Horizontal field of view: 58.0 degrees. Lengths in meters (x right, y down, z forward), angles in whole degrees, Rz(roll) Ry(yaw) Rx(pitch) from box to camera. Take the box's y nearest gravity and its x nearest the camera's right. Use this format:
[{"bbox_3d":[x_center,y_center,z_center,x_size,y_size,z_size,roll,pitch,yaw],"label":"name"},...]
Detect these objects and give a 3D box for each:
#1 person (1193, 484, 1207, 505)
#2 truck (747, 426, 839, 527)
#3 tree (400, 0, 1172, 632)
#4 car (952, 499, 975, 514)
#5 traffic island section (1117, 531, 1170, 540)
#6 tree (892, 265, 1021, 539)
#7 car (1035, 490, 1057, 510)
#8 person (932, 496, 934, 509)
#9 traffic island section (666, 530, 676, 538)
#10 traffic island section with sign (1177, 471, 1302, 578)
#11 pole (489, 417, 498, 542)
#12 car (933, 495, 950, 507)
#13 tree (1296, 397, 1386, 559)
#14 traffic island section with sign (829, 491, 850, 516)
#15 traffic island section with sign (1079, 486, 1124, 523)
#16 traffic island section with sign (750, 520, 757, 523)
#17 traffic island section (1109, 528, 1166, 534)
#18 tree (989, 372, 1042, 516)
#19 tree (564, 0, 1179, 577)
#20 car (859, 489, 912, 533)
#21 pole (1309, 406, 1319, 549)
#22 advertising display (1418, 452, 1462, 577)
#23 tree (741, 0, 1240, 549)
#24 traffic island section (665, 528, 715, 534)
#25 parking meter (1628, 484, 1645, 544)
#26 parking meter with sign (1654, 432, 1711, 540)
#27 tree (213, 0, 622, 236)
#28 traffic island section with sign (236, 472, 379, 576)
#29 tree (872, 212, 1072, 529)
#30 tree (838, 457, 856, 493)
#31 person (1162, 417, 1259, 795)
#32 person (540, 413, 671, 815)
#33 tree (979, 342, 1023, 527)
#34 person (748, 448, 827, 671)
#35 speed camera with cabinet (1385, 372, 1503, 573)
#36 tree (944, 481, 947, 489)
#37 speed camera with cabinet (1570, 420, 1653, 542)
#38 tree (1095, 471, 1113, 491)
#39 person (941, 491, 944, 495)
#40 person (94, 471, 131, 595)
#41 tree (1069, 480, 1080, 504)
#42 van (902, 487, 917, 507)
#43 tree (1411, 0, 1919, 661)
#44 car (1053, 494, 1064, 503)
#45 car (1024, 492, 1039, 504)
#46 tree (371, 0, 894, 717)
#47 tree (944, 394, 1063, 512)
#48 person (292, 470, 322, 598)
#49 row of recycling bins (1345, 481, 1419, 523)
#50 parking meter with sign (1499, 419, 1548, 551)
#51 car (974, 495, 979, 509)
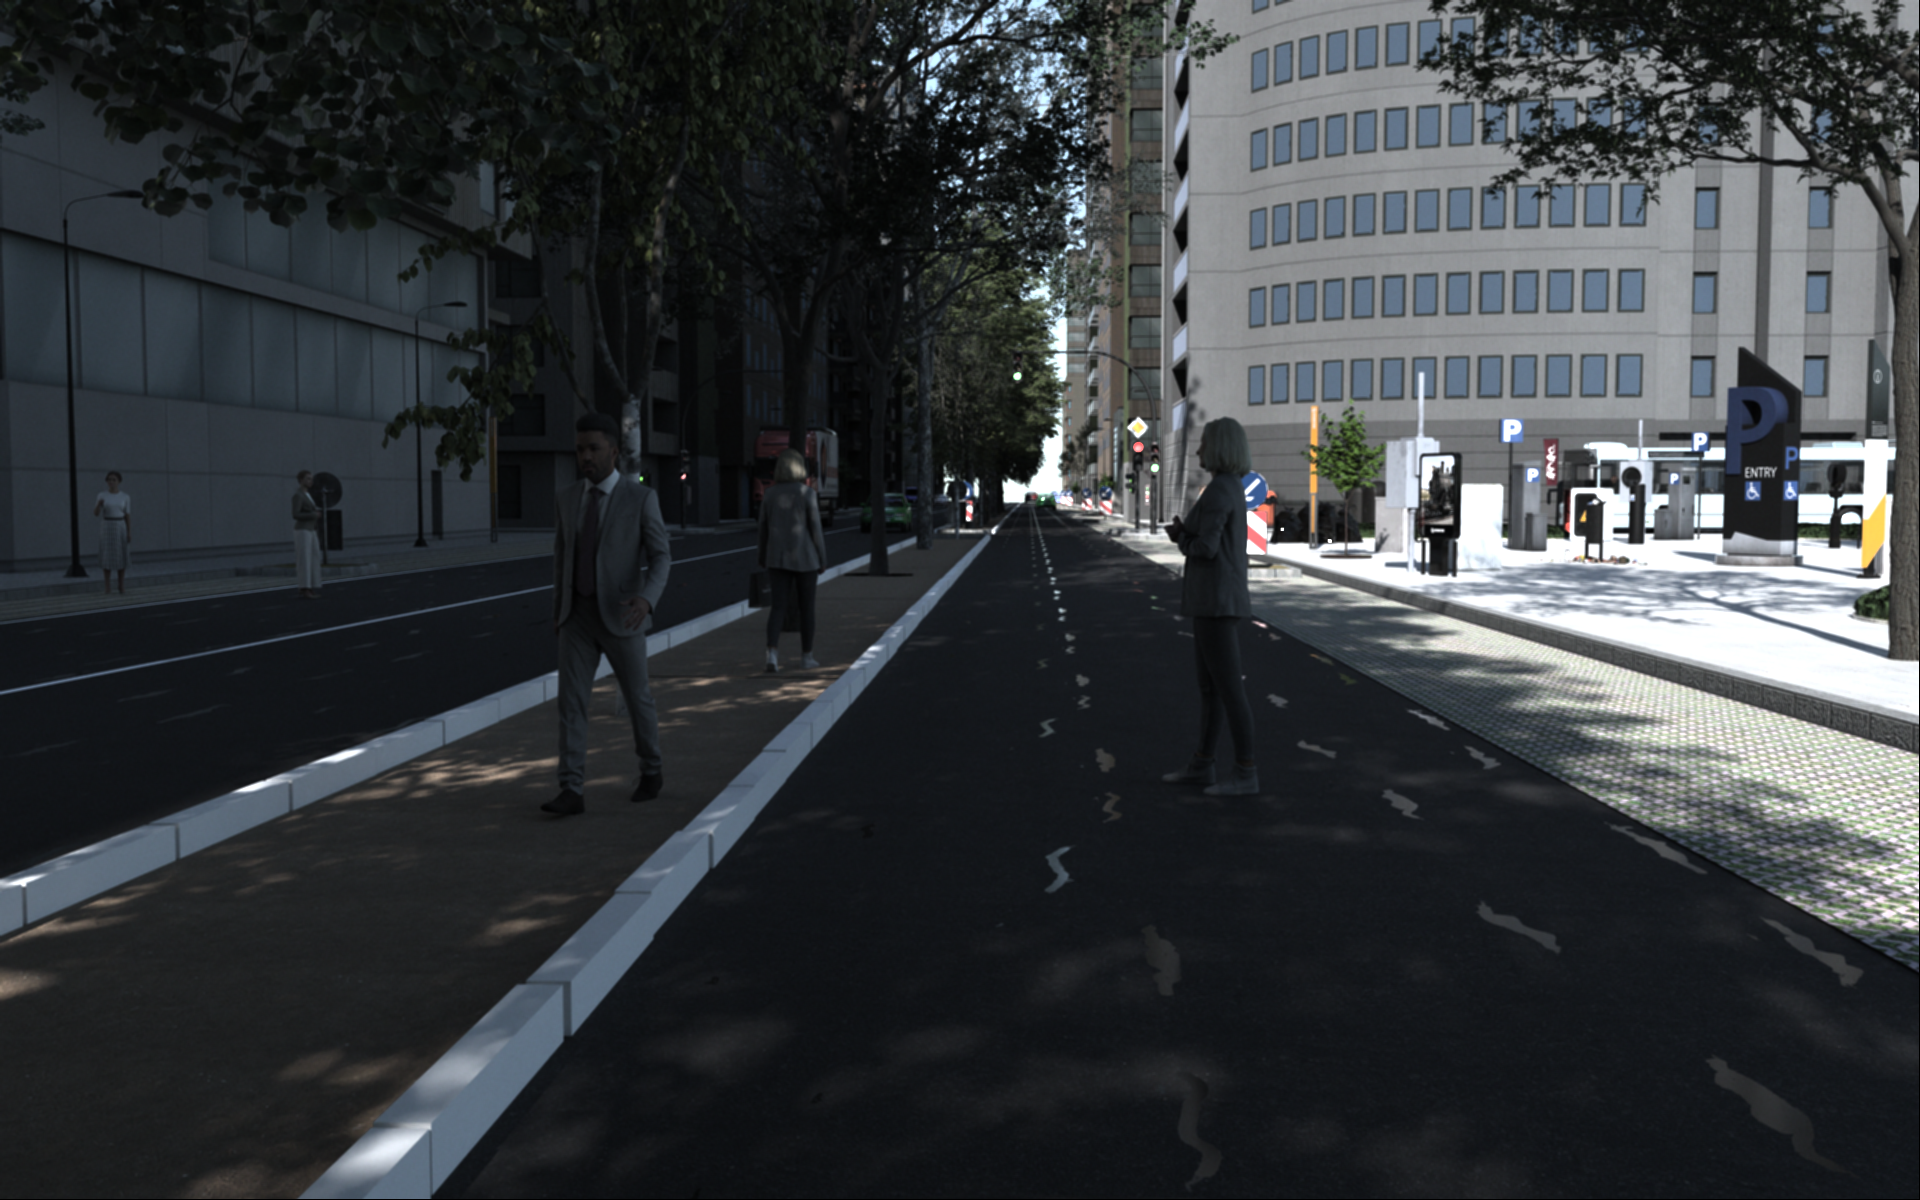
[{"bbox_3d":[6.351,-2.190,45.307,0.522,1.701,0.512,2,4,24],"label":"person"},{"bbox_3d":[-6.889,-5.154,73.174,2.839,4.237,11.283,0,4,2],"label":"truck"},{"bbox_3d":[-1.781,-4.920,17.307,8.767,10.594,7.601,0,4,2],"label":"tree"},{"bbox_3d":[0.152,-6.712,122.319,1.945,1.354,3.894,0,4,4],"label":"car"},{"bbox_3d":[6.169,-2.008,55.117,2.009,0.180,2.903,0,4,2],"label":"traffic island section"},{"bbox_3d":[-0.086,-6.202,54.229,4.360,8.622,3.978,0,3,0],"label":"tree"},{"bbox_3d":[7.827,-9.100,157.585,1.959,1.807,4.718,0,4,1],"label":"car"},{"bbox_3d":[-2.655,-9.166,161.547,0.628,1.438,0.799,-3,5,-43],"label":"person"},{"bbox_3d":[-10.509,-2.049,55.783,2.009,0.180,2.903,0,4,2],"label":"traffic island section"},{"bbox_3d":[4.862,-1.334,30.436,1.989,1.847,2.006,0,4,2],"label":"traffic island section with sign"},{"bbox_3d":[-12.382,-3.188,45.960,0.158,3.312,0.155,0,3,0],"label":"pole"},{"bbox_3d":[-2.159,-10.906,190.674,2.083,1.381,4.827,0,4,3],"label":"car"},{"bbox_3d":[7.860,-2.450,34.656,1.663,3.219,1.824,0,3,0],"label":"tree"},{"bbox_3d":[-8.226,-6.394,113.172,1.989,1.847,2.006,0,4,2],"label":"traffic island section with sign"},{"bbox_3d":[7.069,-4.722,85.830,1.989,1.847,2.006,0,4,2],"label":"traffic island section with sign"},{"bbox_3d":[-9.313,-4.730,85.967,1.989,1.847,2.006,0,4,2],"label":"traffic island section with sign"},{"bbox_3d":[6.486,-2.496,63.096,2.009,0.180,2.903,0,4,2],"label":"traffic island section"},{"bbox_3d":[2.037,-11.378,114.237,9.928,11.665,9.643,0,3,0],"label":"tree"},{"bbox_3d":[-1.441,-7.161,29.912,12.009,13.543,11.850,0,3,0],"label":"tree"},{"bbox_3d":[-2.778,-3.470,65.527,1.959,1.807,4.718,0,4,1],"label":"car"},{"bbox_3d":[8.218,-2.834,40.182,0.158,3.312,0.155,0,3,0],"label":"pole"},{"bbox_3d":[7.529,-1.344,27.186,0.123,1.923,0.974,-1,4,-19],"label":"advertising display"},{"bbox_3d":[0.269,-11.304,43.159,12.611,20.169,13.585,0,3,0],"label":"tree"},{"bbox_3d":[-10.192,-2.537,63.761,2.009,0.180,2.903,0,4,2],"label":"traffic island section"},{"bbox_3d":[17.355,-2.201,44.403,0.372,1.533,0.369,0,3,0],"label":"parking meter"},{"bbox_3d":[20.176,-3.193,48.470,1.738,3.016,0.543,-2,4,-31],"label":"parking meter with sign"},{"bbox_3d":[-2.549,-5.747,3.077,9.857,13.997,8.962,0,3,0],"label":"tree"},{"bbox_3d":[-11.509,-1.359,30.854,1.989,1.847,2.006,0,4,2],"label":"traffic island section with sign"},{"bbox_3d":[0.485,-8.996,67.669,7.486,12.596,7.792,0,3,0],"label":"tree"},{"bbox_3d":[-10.253,-9.293,135.662,4.285,4.588,4.351,0,3,0],"label":"tree"},{"bbox_3d":[1.179,0.022,8.328,0.526,1.800,0.537,1,4,23],"label":"person"},{"bbox_3d":[-1.592,0.058,7.829,0.678,1.792,0.850,1,4,15],"label":"person"},{"bbox_3d":[0.864,-7.410,73.979,4.737,8.622,4.395,0,3,0],"label":"tree"},{"bbox_3d":[-1.444,-0.328,14.047,0.709,1.800,0.728,1,4,18],"label":"person"},{"bbox_3d":[8.046,-2.104,28.734,2.038,3.252,0.660,-2,4,-25],"label":"speed camera with cabinet"},{"bbox_3d":[-3.949,-19.244,298.357,4.285,4.588,4.351,0,3,0],"label":"tree"},{"bbox_3d":[17.516,-3.196,46.590,0.660,3.252,2.038,-3,5,-44],"label":"speed camera with cabinet"},{"bbox_3d":[11.769,-8.901,140.140,1.663,3.219,1.824,0,3,0],"label":"tree"},{"bbox_3d":[-2.531,-14.638,247.906,1.350,1.814,0.705,1,4,22],"label":"person"},{"bbox_3d":[-11.958,-0.942,24.473,0.480,1.755,0.524,-3,4,-37],"label":"person"},{"bbox_3d":[15.400,-14.442,230.721,1.663,3.219,1.824,0,3,0],"label":"tree"},{"bbox_3d":[-3.872,-9.014,151.759,2.240,2.365,5.245,0,4,1],"label":"van"},{"bbox_3d":[7.009,-4.815,13.139,7.601,10.594,8.767,0,4,-1],"label":"tree"},{"bbox_3d":[13.508,-14.180,241.439,1.945,1.707,3.694,0,4,3],"label":"car"},{"bbox_3d":[10.756,-15.432,260.992,2.281,1.827,5.304,0,4,2],"label":"car"},{"bbox_3d":[-2.163,-3.566,11.119,4.737,8.622,4.395,0,3,0],"label":"tree"},{"bbox_3d":[3.156,-13.119,133.964,9.611,12.733,9.660,0,3,0],"label":"tree"},{"bbox_3d":[-8.935,-0.899,23.755,0.362,1.759,0.519,0,4,-1],"label":"person"},{"bbox_3d":[13.340,-2.851,53.720,1.069,1.692,3.534,-2,4,-34],"label":"row of recycling bins"},{"bbox_3d":[12.883,-2.642,39.458,0.543,3.016,1.738,0,4,-6],"label":"parking meter with sign"},{"bbox_3d":[0.977,-9.156,162.281,1.945,1.354,3.894,0,4,3],"label":"car"}]
